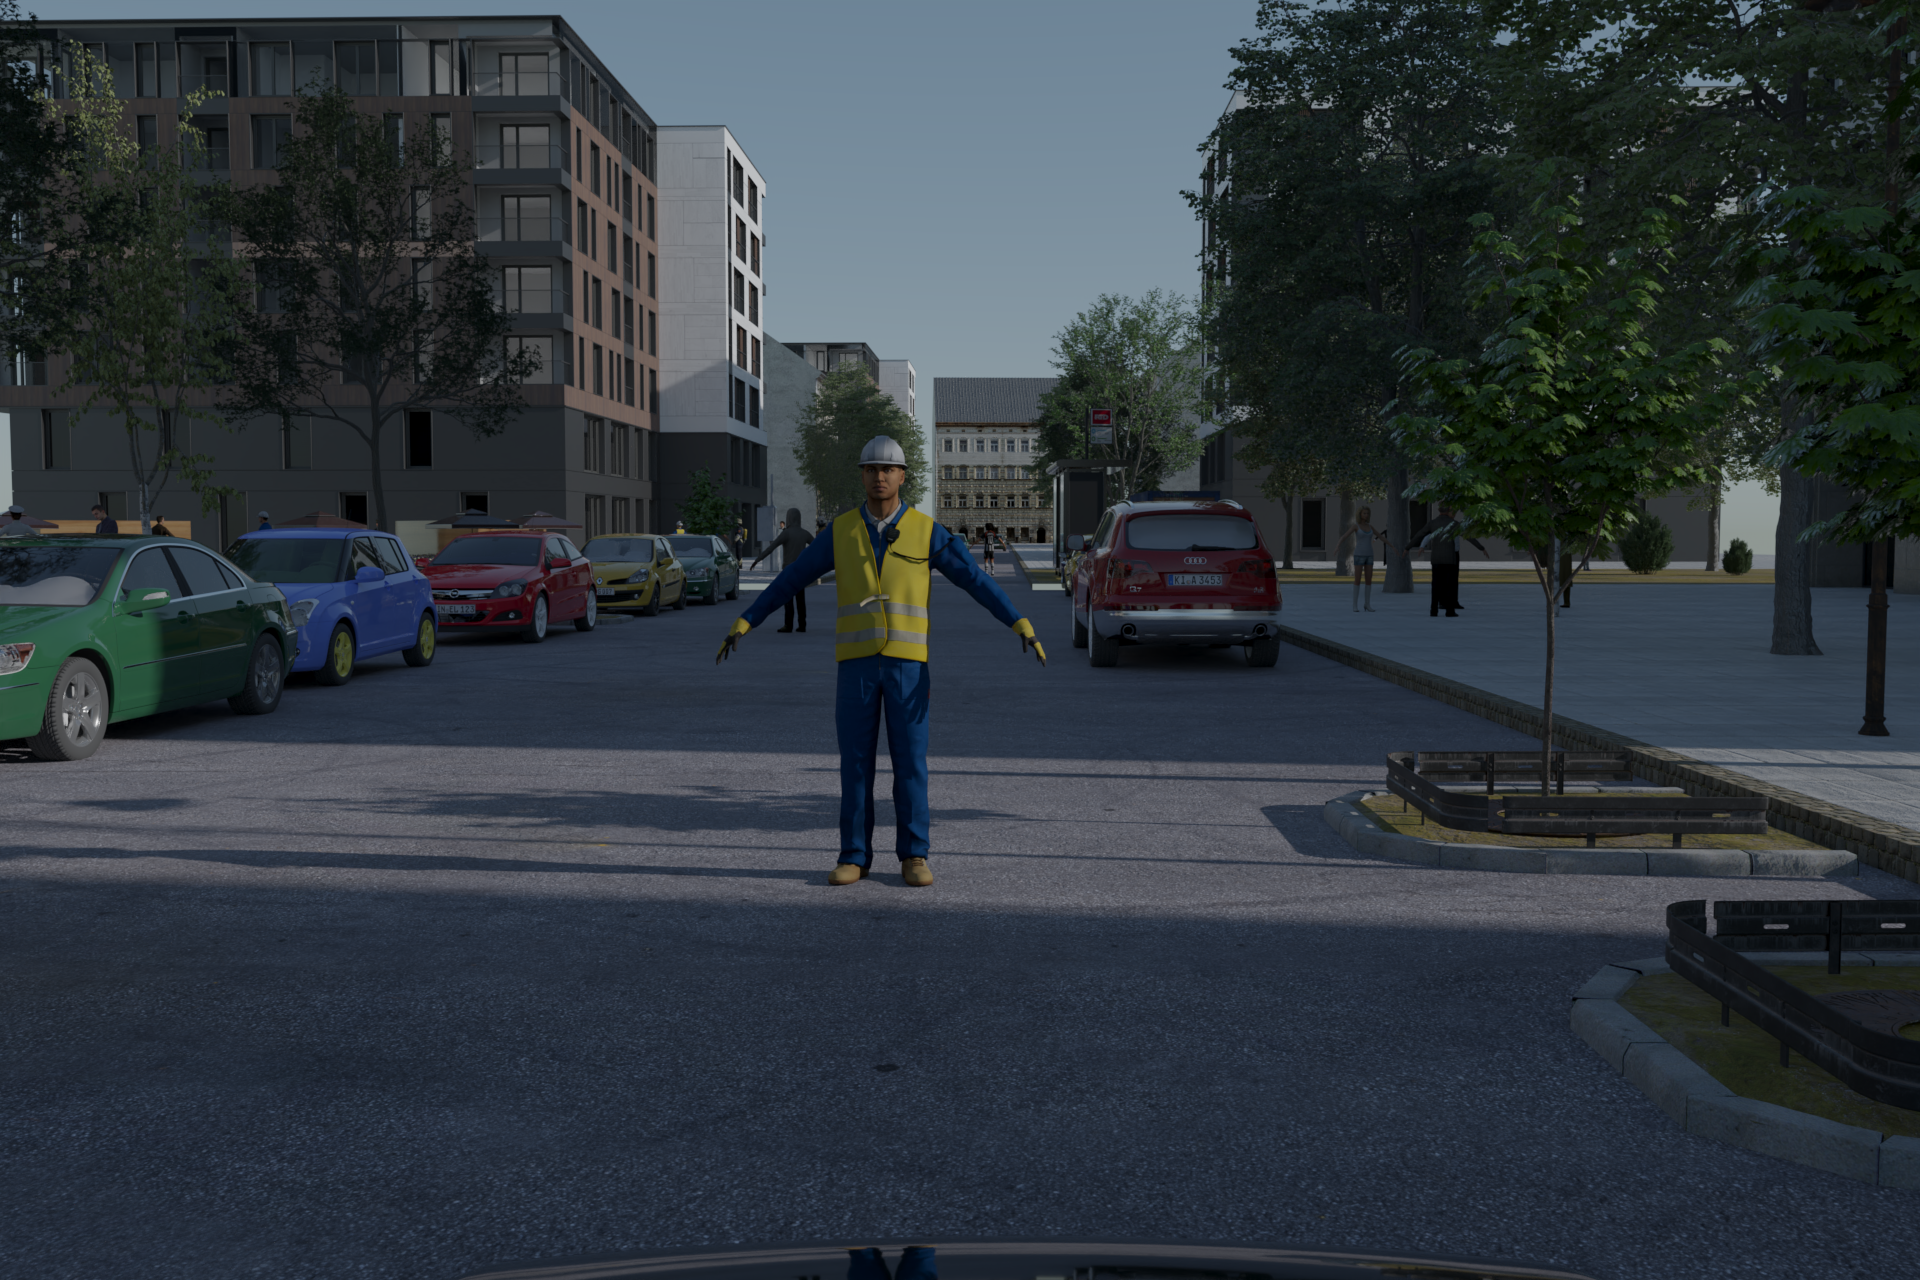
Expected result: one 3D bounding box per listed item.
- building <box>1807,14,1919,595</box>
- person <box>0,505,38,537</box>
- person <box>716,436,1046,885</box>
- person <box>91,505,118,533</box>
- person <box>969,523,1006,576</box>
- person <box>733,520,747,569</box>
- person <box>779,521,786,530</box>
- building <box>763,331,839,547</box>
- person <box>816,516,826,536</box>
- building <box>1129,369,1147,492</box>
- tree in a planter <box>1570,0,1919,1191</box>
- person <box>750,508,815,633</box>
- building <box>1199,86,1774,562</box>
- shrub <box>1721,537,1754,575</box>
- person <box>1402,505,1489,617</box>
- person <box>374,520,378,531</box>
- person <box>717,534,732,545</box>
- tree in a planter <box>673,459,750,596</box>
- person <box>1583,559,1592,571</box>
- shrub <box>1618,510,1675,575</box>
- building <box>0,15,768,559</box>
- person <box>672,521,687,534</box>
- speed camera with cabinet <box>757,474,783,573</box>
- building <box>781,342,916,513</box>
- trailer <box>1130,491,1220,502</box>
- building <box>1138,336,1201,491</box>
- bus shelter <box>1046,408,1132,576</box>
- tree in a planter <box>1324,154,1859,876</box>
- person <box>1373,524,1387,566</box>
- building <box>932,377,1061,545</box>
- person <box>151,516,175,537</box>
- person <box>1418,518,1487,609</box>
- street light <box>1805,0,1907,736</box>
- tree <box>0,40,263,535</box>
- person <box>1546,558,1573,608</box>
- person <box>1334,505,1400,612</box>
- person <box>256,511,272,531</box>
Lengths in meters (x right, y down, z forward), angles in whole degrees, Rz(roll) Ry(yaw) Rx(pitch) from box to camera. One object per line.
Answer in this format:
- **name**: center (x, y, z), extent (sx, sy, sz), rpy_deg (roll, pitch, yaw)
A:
- **building**: center (29.199, -13.499, 22.865), extent (24.374, 26.755, 37.873), rpy_deg (0, 4, 2)
- **person**: center (-16.311, -1.435, 29.929), extent (1.216, 1.778, 0.721), rpy_deg (-3, 5, -41)
- **person**: center (-0.320, 0.080, 7.122), extent (1.349, 1.833, 0.705), rpy_deg (0, 4, 4)
- **person**: center (-14.137, -1.347, 28.511), extent (0.683, 1.767, 0.568), rpy_deg (2, 4, 32)
- **person**: center (0.986, -3.116, 59.548), extent (1.345, 1.843, 0.704), rpy_deg (-1, 4, -20)
- **person**: center (-8.142, -3.533, 63.545), extent (0.705, 1.856, 1.354), rpy_deg (0, 4, -1)
- **person**: center (-7.156, -3.880, 69.631), extent (1.347, 1.806, 0.705), rpy_deg (2, 4, 24)
- **building**: center (-22.332, -20.821, 171.357), extent (19.493, 23.208, 18.063), rpy_deg (0, 4, 2)
- **person**: center (-4.550, -3.099, 56.432), extent (0.705, 1.858, 1.354), rpy_deg (-1, 4, -16)
- **building**: center (28.434, -20.000, 193.462), extent (16.747, 18.905, 31.486), rpy_deg (0, 4, 1)
- **tree in a planter**: center (2.748, -0.445, 4.506), extent (1.991, 3.239, 1.994), rpy_deg (0, 4, 2)
- **person**: center (-2.436, -1.018, 25.227), extent (1.348, 1.813, 0.705), rpy_deg (-3, 4, -38)
- **building**: center (27.029, -15.408, 95.894), extent (27.936, 21.610, 32.646), rpy_deg (0, 4, 2)
- **shrub**: center (24.108, -2.606, 53.717), extent (1.383, 1.207, 1.383), rpy_deg (0, 3, 0)
- **person**: center (7.504, -1.265, 26.856), extent (1.348, 1.807, 0.705), rpy_deg (2, 4, 31)
- **person**: center (-22.282, -3.698, 66.398), extent (1.347, 1.837, 0.705), rpy_deg (1, 4, 23)
- **person**: center (-8.362, -3.199, 58.436), extent (1.347, 1.817, 0.704), rpy_deg (-1, 4, -10)
- **tree in a planter**: center (-6.066, -2.689, 41.189), extent (1.991, 3.239, 1.994), rpy_deg (0, 4, 1)
- **person**: center (21.934, -3.128, 60.416), extent (0.599, 1.433, 0.991), rpy_deg (-1, 4, -12)
- **shrub**: center (21.751, -3.112, 54.926), extent (1.661, 2.075, 1.752), rpy_deg (0, 3, 0)
- **building**: center (-25.703, -14.754, 85.203), extent (27.936, 21.610, 32.646), rpy_deg (0, 4, 2)
- **person**: center (-10.842, -3.680, 66.637), extent (1.216, 1.772, 0.721), rpy_deg (-3, 5, -41)
- **speed camera with cabinet**: center (-6.363, -3.891, 57.956), extent (0.660, 3.252, 2.038), rpy_deg (0, 4, 3)
- **building**: center (-20.022, -21.847, 201.176), extent (27.936, 21.610, 32.646), rpy_deg (0, 4, 2)
- **trailer**: center (2.972, -1.086, 24.812), extent (1.471, 1.999, 3.904), rpy_deg (0, 4, 1)
- **building**: center (27.572, -20.569, 167.225), extent (19.493, 23.208, 18.063), rpy_deg (0, 4, 1)
- **bus shelter**: center (3.784, -4.597, 52.794), extent (2.179, 5.291, 8.768), rpy_deg (0, 3, 0)
- **tree in a planter**: center (2.805, -0.670, 8.184), extent (1.991, 3.239, 1.994), rpy_deg (0, 4, 2)
- **person**: center (17.196, -3.842, 69.545), extent (1.216, 1.740, 0.721), rpy_deg (1, 4, 8)
- **building**: center (5.339, -24.957, 241.434), extent (18.063, 23.208, 19.493), rpy_deg (0, 4, -2)
- **person**: center (-22.935, -2.668, 49.752), extent (1.346, 1.812, 0.704), rpy_deg (1, 4, 18)
- **person**: center (8.385, -1.434, 29.598), extent (1.344, 1.810, 0.704), rpy_deg (-1, 4, -17)
- **street light**: center (5.840, -2.330, 10.889), extent (0.468, 5.910, 1.993), rpy_deg (0, 4, 2)
- **tree**: center (-12.509, -4.644, 26.287), extent (4.737, 8.622, 4.395), rpy_deg (0, 3, 0)
- **person**: center (10.406, -1.429, 30.135), extent (1.217, 1.736, 0.721), rpy_deg (-1, 4, -20)
- **person**: center (6.683, -1.340, 28.524), extent (1.214, 1.753, 0.721), rpy_deg (-1, 4, -18)
- **person**: center (-17.166, -2.250, 42.671), extent (0.705, 1.842, 1.347), rpy_deg (0, 4, 2)
